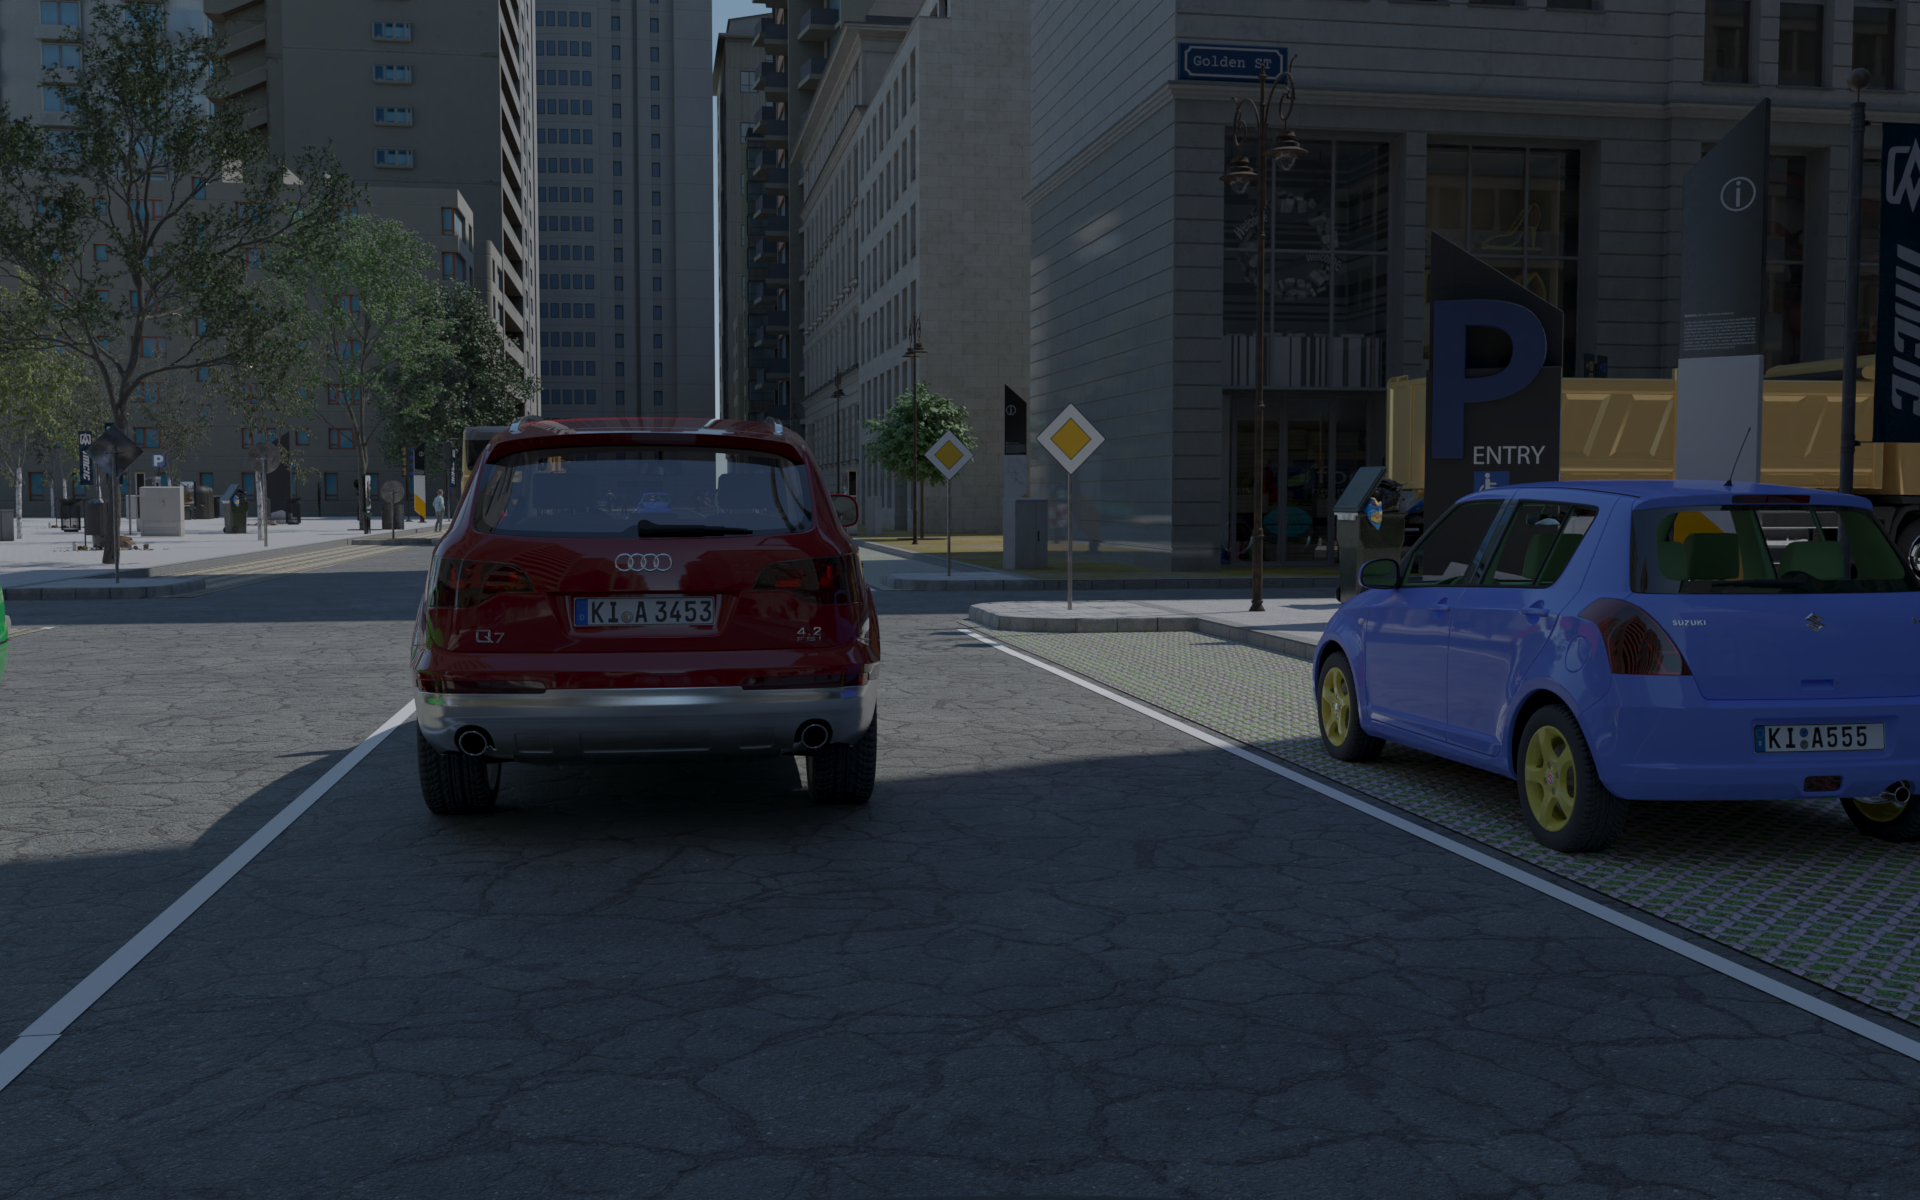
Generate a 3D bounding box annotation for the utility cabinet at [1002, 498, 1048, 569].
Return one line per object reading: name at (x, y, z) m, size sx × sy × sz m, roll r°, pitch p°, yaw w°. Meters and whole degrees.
utility cabinet at (1.139, -1.148, 29.926) m, size 0.306 × 1.237 × 1.020 m, roll 2°, pitch 4°, yaw 35°

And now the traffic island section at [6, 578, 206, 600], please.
traffic island section at (-12.161, -0.163, 24.952) m, size 2.009 × 0.180 × 2.903 m, roll -1°, pitch 4°, yaw -10°

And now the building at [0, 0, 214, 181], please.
building at (-75.619, -32.643, 153.315) m, size 30.456 × 49.044 × 23.786 m, roll -1°, pitch 4°, yaw -10°

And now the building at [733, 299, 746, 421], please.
building at (-6.780, -19.484, 163.597) m, size 27.650 × 21.520 × 28.899 m, roll -1°, pitch 4°, yaw -10°

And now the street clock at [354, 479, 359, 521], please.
street clock at (-28.793, -4.800, 83.053) m, size 0.471 × 2.002 × 0.358 m, roll 1°, pitch 4°, yaw 9°

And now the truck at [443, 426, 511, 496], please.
truck at (-13.360, -3.440, 52.164) m, size 3.469 × 3.379 × 9.791 m, roll -1°, pitch 4°, yaw -11°

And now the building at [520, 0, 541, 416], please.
building at (-50.112, -44.123, 159.663) m, size 20.611 × 71.187 × 20.563 m, roll -1°, pitch 4°, yaw -10°

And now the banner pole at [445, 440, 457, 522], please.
banner pole at (-23.799, -5.565, 81.009) m, size 0.401 × 3.779 × 0.863 m, roll 1°, pitch 4°, yaw 17°

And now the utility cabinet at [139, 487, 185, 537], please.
utility cabinet at (-23.741, -2.621, 51.527) m, size 1.173 × 1.500 × 0.318 m, roll 0°, pitch 4°, yaw -3°

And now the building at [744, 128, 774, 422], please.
building at (-10.518, -22.572, 140.749) m, size 14.160 × 30.474 × 14.107 m, roll -1°, pitch 4°, yaw -10°

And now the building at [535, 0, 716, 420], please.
building at (-41.673, -39.718, 191.391) m, size 28.212 × 58.520 × 21.231 m, roll -1°, pitch 4°, yaw -10°

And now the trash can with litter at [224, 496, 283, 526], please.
trash can with litter at (-28.701, -3.628, 70.381) m, size 2.233 × 1.210 × 1.678 m, roll -1°, pitch 4°, yaw -23°

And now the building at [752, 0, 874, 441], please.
building at (-2.731, -28.397, 118.910) m, size 22.147 × 44.769 × 28.867 m, roll -1°, pitch 4°, yaw -10°

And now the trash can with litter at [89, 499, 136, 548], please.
trash can with litter at (-20.348, -1.848, 41.600) m, size 1.055 × 1.170 × 0.624 m, roll 0°, pitch 4°, yaw 5°

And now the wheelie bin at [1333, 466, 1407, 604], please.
wheelie bin at (4.747, -0.743, 20.051) m, size 0.693 × 1.594 × 0.980 m, roll -1°, pitch 4°, yaw -14°

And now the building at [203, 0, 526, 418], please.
building at (-45.824, -31.276, 135.065) m, size 21.300 × 48.544 × 21.600 m, roll -1°, pitch 4°, yaw -10°

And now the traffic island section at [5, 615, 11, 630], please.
traffic island section at (-10.772, 0.318, 17.089) m, size 2.009 × 0.180 × 2.903 m, roll -1°, pitch 4°, yaw -10°

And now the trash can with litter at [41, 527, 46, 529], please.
trash can with litter at (-33.406, -3.315, 65.253) m, size 2.233 × 1.210 × 1.678 m, roll -1°, pitch 4°, yaw -9°

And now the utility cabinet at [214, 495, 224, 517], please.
utility cabinet at (-40.649, -5.155, 95.446) m, size 0.306 × 1.237 × 1.020 m, roll 2°, pitch 4°, yaw 32°

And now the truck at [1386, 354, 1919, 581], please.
truck at (11.172, -1.763, 24.744) m, size 9.791 × 3.379 × 3.469 m, roll -1°, pitch 4°, yaw -9°

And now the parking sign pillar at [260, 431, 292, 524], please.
parking sign pillar at (-29.302, -5.236, 74.083) m, size 1.447 × 3.967 × 1.447 m, roll -1°, pitch 4°, yaw -14°

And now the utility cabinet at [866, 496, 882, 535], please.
utility cabinet at (-2.732, -2.672, 54.841) m, size 0.306 × 1.237 × 1.020 m, roll 1°, pitch 4°, yaw 11°

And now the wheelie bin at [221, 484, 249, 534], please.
wheelie bin at (-23.460, -2.945, 56.066) m, size 0.980 × 1.594 × 0.693 m, roll 3°, pitch 5°, yaw 42°

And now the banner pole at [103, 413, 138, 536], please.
banner pole at (-25.883, -3.876, 53.396) m, size 0.863 × 3.779 × 0.401 m, roll -2°, pitch 4°, yaw -28°

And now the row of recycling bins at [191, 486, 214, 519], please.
row of recycling bins at (-38.926, -5.012, 89.056) m, size 1.069 × 1.692 × 3.534 m, roll -1°, pitch 4°, yaw -20°

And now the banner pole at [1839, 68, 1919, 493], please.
banner pole at (5.514, -1.243, 10.333) m, size 0.863 × 3.779 × 0.401 m, roll -1°, pitch 4°, yaw -9°

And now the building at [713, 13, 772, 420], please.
building at (-14.419, -37.388, 200.526) m, size 27.495 × 52.752 × 28.713 m, roll -1°, pitch 4°, yaw -10°

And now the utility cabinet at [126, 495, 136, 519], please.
utility cabinet at (-41.780, -4.697, 87.963) m, size 1.020 × 1.237 × 0.306 m, roll -2°, pitch 4°, yaw -29°

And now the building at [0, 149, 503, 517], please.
building at (-44.551, -16.222, 110.262) m, size 27.650 × 21.520 × 28.899 m, roll -1°, pitch 4°, yaw -10°

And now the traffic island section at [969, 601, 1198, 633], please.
traffic island section at (1.235, 0.189, 19.197) m, size 2.009 × 0.180 × 2.903 m, roll -1°, pitch 4°, yaw -10°

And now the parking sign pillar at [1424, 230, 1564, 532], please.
parking sign pillar at (5.383, -1.774, 17.484) m, size 1.447 × 3.967 × 1.447 m, roll 1°, pitch 4°, yaw 21°

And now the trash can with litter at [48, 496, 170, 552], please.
trash can with litter at (-19.234, -1.731, 39.367) m, size 2.233 × 1.210 × 1.678 m, roll -1°, pitch 4°, yaw -11°

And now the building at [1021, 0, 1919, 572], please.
building at (17.044, -15.778, 35.459) m, size 29.804 × 29.767 × 11.434 m, roll -1°, pitch 4°, yaw -10°

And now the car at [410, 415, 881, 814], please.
car at (-1.628, -0.045, 9.406) m, size 2.281 × 1.827 × 5.304 m, roll -1°, pitch 4°, yaw -8°

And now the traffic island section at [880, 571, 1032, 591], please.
traffic island section at (-0.154, -0.292, 27.061) m, size 2.009 × 0.180 × 2.903 m, roll -1°, pitch 4°, yaw -10°

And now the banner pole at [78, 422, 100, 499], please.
banner pole at (-30.297, -4.304, 60.395) m, size 0.401 × 3.779 × 0.863 m, roll 3°, pitch 4°, yaw 37°

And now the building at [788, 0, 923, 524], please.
building at (0.553, -15.575, 87.939) m, size 16.112 × 22.955 × 30.059 m, roll -1°, pitch 4°, yaw -10°

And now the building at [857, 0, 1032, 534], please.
building at (2.355, -12.832, 64.559) m, size 10.420 × 20.320 × 16.860 m, roll -1°, pitch 4°, yaw -10°

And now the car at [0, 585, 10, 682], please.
car at (-6.031, 0.051, 7.966) m, size 1.959 × 1.807 × 4.718 m, roll -1°, pitch 4°, yaw -9°

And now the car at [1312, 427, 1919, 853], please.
car at (2.984, 0.079, 8.293) m, size 1.945 × 1.707 × 3.694 m, roll -1°, pitch 4°, yaw -9°
